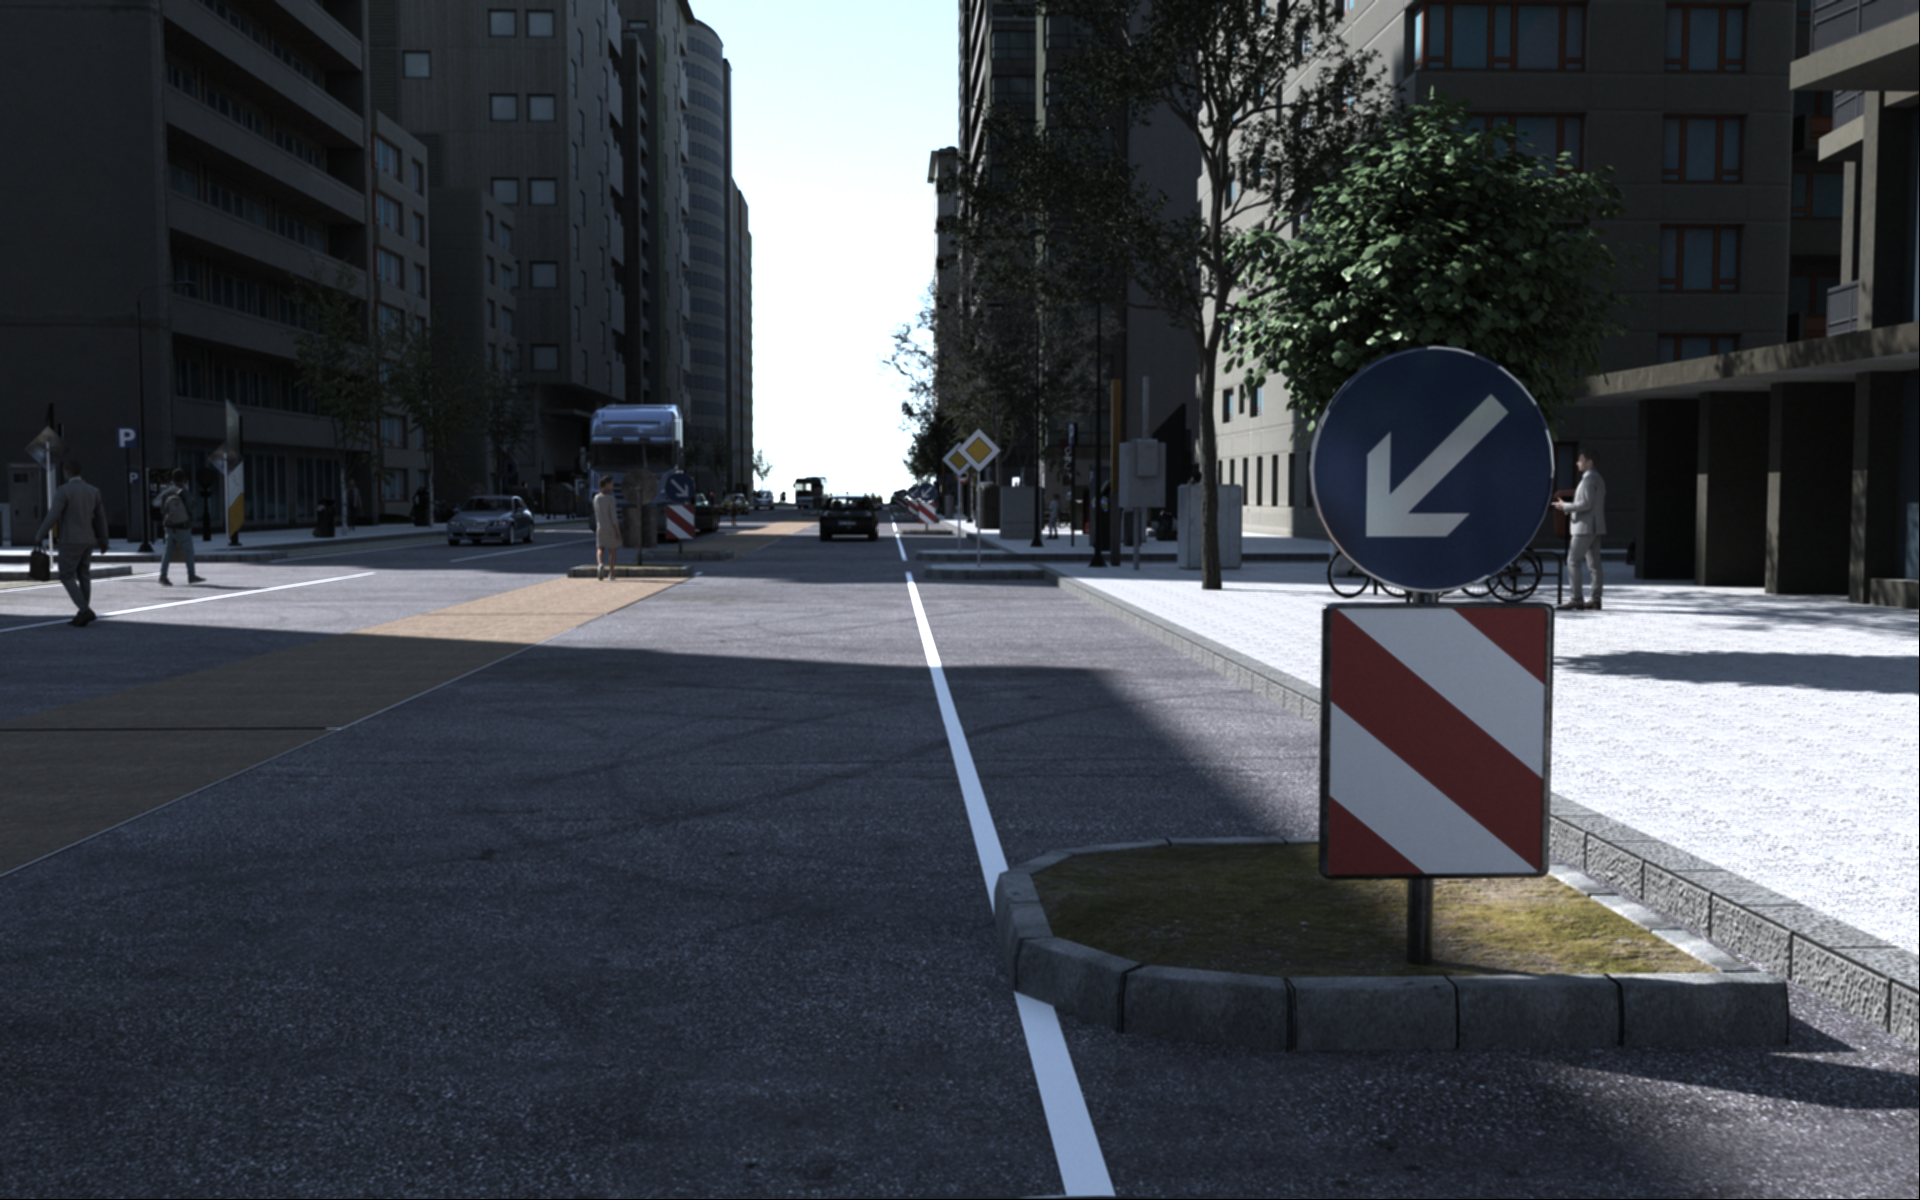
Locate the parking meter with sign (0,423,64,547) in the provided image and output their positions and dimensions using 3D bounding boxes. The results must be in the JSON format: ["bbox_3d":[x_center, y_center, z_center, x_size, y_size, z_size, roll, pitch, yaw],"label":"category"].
[{"bbox_3d":[-22.970,-2.829,42.521,1.738,3.016,0.543,-2,4,-25],"label":"parking meter with sign"}]

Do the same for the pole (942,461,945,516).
[{"bbox_3d":[-0.979,-6.683,103.107,0.158,3.312,0.155,0,3,0],"label":"pole"}]

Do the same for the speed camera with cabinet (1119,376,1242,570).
[{"bbox_3d":[3.757,-2.152,29.515,2.038,3.252,0.660,-1,4,-12],"label":"speed camera with cabinet"}]

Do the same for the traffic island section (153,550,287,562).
[{"bbox_3d":[-15.998,-0.947,37.768,2.009,0.180,2.903,0,4,-2],"label":"traffic island section"}]

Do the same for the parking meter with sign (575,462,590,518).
[{"bbox_3d":[-20.434,-5.975,93.944,0.543,3.016,1.738,0,4,4],"label":"parking meter with sign"}]

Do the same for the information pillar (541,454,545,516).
[{"bbox_3d":[-24.468,-6.741,101.572,0.183,3.616,0.504,-1,4,-17],"label":"information pillar"}]

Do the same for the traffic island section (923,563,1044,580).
[{"bbox_3d":[0.373,-0.501,30.475,2.009,0.180,2.903,0,4,-2],"label":"traffic island section"}]

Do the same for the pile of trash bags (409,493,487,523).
[{"bbox_3d":[-22.652,-4.121,77.135,3.447,1.369,1.912,-3,5,-40],"label":"pile of trash bags"}]

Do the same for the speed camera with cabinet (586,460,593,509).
[{"bbox_3d":[-21.097,-6.479,100.272,0.660,3.252,2.038,-2,4,-28],"label":"speed camera with cabinet"}]

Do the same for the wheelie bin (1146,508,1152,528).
[{"bbox_3d":[7.320,-3.579,66.431,0.980,1.594,0.693,-2,4,-26],"label":"wheelie bin"}]

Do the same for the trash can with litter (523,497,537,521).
[{"bbox_3d":[-19.702,-4.096,78.357,0.624,1.170,1.055,3,5,41],"label":"trash can with litter"}]

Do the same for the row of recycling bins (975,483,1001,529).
[{"bbox_3d":[1.117,-3.531,64.838,1.069,1.692,3.534,0,4,-2],"label":"row of recycling bins"}]

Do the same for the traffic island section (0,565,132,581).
[{"bbox_3d":[-15.654,-0.459,29.790,2.009,0.180,2.903,0,4,-2],"label":"traffic island section"}]

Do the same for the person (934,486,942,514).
[{"bbox_3d":[-1.519,-6.472,111.958,0.391,1.810,0.635,-3,4,-36],"label":"person"}]

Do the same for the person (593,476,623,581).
[{"bbox_3d":[-5.800,-1.177,28.495,0.466,1.731,0.760,0,4,-6],"label":"person"}]

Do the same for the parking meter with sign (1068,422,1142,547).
[{"bbox_3d":[3.563,-2.824,42.428,1.738,3.016,0.543,-1,4,-12],"label":"parking meter with sign"}]

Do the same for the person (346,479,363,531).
[{"bbox_3d":[-20.899,-3.272,59.716,0.709,1.800,0.728,-1,4,-20],"label":"person"}]

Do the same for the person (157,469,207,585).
[{"bbox_3d":[-12.251,-1.139,27.100,0.794,1.824,0.713,2,4,34],"label":"person"}]

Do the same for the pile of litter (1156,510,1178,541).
[{"bbox_3d":[5.927,-2.074,47.869,1.176,0.858,1.719,1,4,23],"label":"pile of litter"}]

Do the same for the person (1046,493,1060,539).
[{"bbox_3d":[2.638,-2.383,49.279,0.394,1.301,0.425,1,4,21],"label":"person"}]

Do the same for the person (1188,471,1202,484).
[{"bbox_3d":[4.727,-1.651,34.860,0.474,1.900,0.648,1,4,13],"label":"person"}]

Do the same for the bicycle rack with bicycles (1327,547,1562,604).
[{"bbox_3d":[5.974,-0.477,21.189,2.925,0.926,2.852,0,4,2],"label":"bicycle rack with bicycles"}]

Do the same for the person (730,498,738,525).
[{"bbox_3d":[-10.349,-4.041,79.238,0.362,1.253,0.373,2,4,28],"label":"person"}]

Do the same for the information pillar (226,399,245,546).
[{"bbox_3d":[-17.882,-3.142,42.724,0.504,3.616,0.183,2,4,29],"label":"information pillar"}]

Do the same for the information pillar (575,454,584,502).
[{"bbox_3d":[-21.091,-6.403,96.042,0.504,3.616,0.183,-1,4,-8],"label":"information pillar"}]

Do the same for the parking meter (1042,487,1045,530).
[{"bbox_3d":[2.867,-3.313,62.578,0.372,1.533,0.369,0,3,0],"label":"parking meter"}]

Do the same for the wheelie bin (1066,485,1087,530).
[{"bbox_3d":[4.225,-3.283,61.589,0.980,1.594,0.693,-1,4,-15],"label":"wheelie bin"}]

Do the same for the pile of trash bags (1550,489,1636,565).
[{"bbox_3d":[12.332,-1.294,30.906,3.447,1.369,1.912,1,4,23],"label":"pile of trash bags"}]

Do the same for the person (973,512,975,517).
[{"bbox_3d":[1.048,-5.432,95.608,0.760,1.731,0.466,2,4,25],"label":"person"}]

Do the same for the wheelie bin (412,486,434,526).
[{"bbox_3d":[-21.378,-3.741,69.076,0.693,1.594,0.980,0,4,5],"label":"wheelie bin"}]

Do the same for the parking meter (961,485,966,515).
[{"bbox_3d":[0.212,-6.252,107.934,0.255,1.863,0.399,1,4,14],"label":"parking meter"}]

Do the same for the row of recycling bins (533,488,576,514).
[{"bbox_3d":[-25.663,-6.348,110.907,3.534,1.692,1.069,0,4,-5],"label":"row of recycling bins"}]

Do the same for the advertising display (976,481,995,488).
[{"bbox_3d":[1.249,-4.884,85.071,0.974,1.923,0.123,1,4,22],"label":"advertising display"}]

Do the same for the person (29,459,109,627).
[{"bbox_3d":[-9.677,-0.629,18.903,0.853,1.813,0.709,1,4,22],"label":"person"}]

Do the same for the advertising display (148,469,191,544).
[{"bbox_3d":[-20.268,-2.400,44.453,0.974,1.923,0.123,-1,4,-19],"label":"advertising display"}]

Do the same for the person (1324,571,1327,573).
[{"bbox_3d":[6.136,-1.290,27.966,0.643,1.720,0.563,2,4,34],"label":"person"}]

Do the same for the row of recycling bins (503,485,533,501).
[{"bbox_3d":[-21.627,-4.717,84.242,1.069,1.692,3.534,0,4,-8],"label":"row of recycling bins"}]

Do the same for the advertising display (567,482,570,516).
[{"bbox_3d":[-21.837,-5.584,96.505,0.123,1.923,0.974,-1,4,-20],"label":"advertising display"}]

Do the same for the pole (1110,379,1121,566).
[{"bbox_3d":[2.772,-2.262,30.832,0.158,3.312,0.155,0,3,0],"label":"pole"}]

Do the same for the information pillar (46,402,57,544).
[{"bbox_3d":[-23.352,-3.252,44.522,0.183,3.616,0.504,-3,5,-40],"label":"information pillar"}]

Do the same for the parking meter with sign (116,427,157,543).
[{"bbox_3d":[-21.879,-3.050,46.125,0.543,3.016,1.738,-1,4,-9],"label":"parking meter with sign"}]

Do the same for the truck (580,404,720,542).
[{"bbox_3d":[-9.936,-4.168,57.910,2.967,4.110,18.799,0,4,-4],"label":"truck"}]

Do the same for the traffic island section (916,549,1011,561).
[{"bbox_3d":[0.028,-0.989,38.453,2.009,0.180,2.903,0,4,-2],"label":"traffic island section"}]

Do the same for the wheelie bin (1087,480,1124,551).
[{"bbox_3d":[3.345,-1.909,39.124,0.693,1.594,0.980,0,4,-4],"label":"wheelie bin"}]

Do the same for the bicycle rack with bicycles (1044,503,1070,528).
[{"bbox_3d":[4.117,-3.666,73.321,2.925,0.926,2.852,-1,4,-16],"label":"bicycle rack with bicycles"}]

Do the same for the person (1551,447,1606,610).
[{"bbox_3d":[6.891,-0.796,19.255,0.583,1.804,0.606,2,4,29],"label":"person"}]

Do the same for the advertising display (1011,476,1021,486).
[{"bbox_3d":[2.017,-3.419,61.118,0.123,1.923,0.974,-1,4,-16],"label":"advertising display"}]

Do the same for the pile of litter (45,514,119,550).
[{"bbox_3d":[-20.512,-1.616,40.386,1.719,0.858,1.176,2,4,26],"label":"pile of litter"}]

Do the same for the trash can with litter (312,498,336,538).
[{"bbox_3d":[-18.839,-2.430,51.110,0.624,1.170,1.055,-3,5,-42],"label":"trash can with litter"}]
